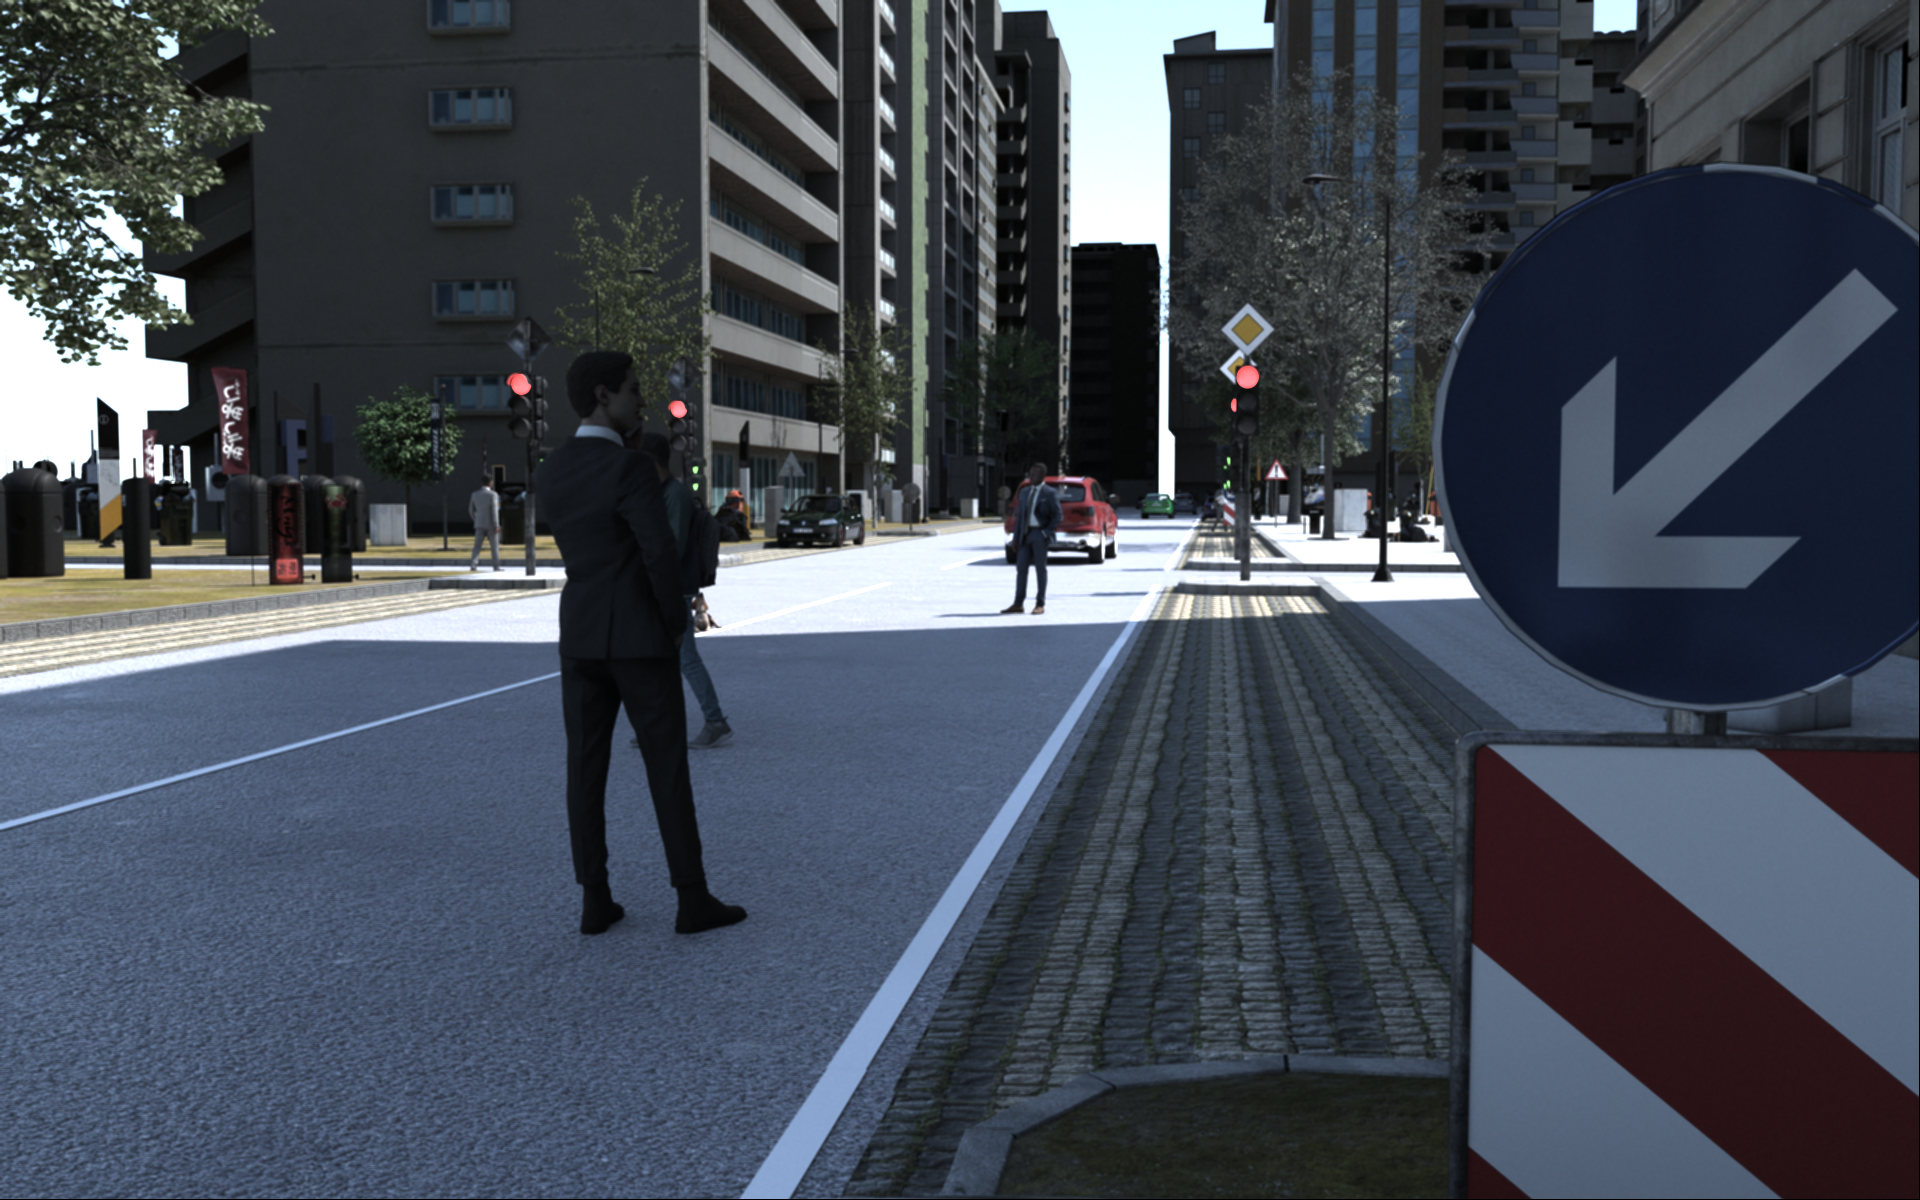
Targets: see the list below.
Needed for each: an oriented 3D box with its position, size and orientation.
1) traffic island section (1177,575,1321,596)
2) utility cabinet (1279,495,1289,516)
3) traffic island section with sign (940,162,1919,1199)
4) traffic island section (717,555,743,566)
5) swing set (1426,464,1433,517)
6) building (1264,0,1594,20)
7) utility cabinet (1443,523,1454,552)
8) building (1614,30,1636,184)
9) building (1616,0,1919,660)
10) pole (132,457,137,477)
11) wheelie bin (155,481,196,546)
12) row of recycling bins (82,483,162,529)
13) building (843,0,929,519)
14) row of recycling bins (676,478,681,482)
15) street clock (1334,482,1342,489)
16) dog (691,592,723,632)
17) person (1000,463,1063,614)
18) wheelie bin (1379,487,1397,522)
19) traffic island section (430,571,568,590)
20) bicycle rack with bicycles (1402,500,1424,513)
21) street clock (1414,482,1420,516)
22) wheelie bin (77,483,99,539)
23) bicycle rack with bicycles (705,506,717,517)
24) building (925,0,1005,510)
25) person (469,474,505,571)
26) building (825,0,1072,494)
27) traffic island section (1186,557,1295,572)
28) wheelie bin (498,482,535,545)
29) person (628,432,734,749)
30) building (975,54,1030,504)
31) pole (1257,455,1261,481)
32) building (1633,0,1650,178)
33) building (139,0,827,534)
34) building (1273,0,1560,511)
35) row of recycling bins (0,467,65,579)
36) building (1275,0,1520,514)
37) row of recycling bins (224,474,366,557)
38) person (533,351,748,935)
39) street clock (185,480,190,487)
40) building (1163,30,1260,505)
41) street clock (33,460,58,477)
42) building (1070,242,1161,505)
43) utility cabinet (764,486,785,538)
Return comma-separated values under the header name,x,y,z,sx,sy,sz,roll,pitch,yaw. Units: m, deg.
name,x,y,z,sx,sy,sz,roll,pitch,yaw
traffic island section,4.245,-0.206,25.651,2.009,0.180,2.903,1,4,8
utility cabinet,19.067,-5.469,100.584,1.020,1.237,0.306,1,4,15
traffic island section with sign,0.917,0.351,2.886,1.989,1.847,2.006,1,4,8
traffic island section,-5.617,-0.788,35.170,2.009,0.180,2.903,1,4,8
swing set,25.059,-5.413,86.128,3.119,2.851,2.862,0,4,2
building,43.471,-35.161,164.124,28.713,52.752,27.495,1,4,8
utility cabinet,11.262,-1.665,38.388,1.020,1.237,0.306,0,4,5
building,65.163,-37.361,200.095,27.495,52.752,28.713,1,4,8
building,13.859,-10.604,6.665,16.112,22.955,30.059,1,4,8
pole,-45.731,-6.249,96.019,0.158,3.312,0.155,0,3,0
wheelie bin,-19.441,-2.148,43.035,0.693,1.594,0.980,3,4,37
row of recycling bins,-30.653,-3.412,62.907,1.069,1.692,3.534,3,5,44
building,-9.705,-24.880,90.380,14.154,41.232,14.086,1,4,8
row of recycling bins,-8.314,-2.280,44.391,3.534,1.692,1.069,2,4,31
street clock,22.599,-6.055,103.573,0.471,2.002,0.358,-3,4,-36
dog,-2.646,0.117,18.283,0.550,0.427,0.748,3,4,37
person,0.885,-0.739,20.758,0.721,1.800,0.419,2,4,31
wheelie bin,19.832,-4.430,80.334,0.693,1.594,0.980,-1,4,-11
traffic island section,-6.777,-0.305,27.269,2.009,0.180,2.903,1,4,8
bicycle rack with bicycles,26.726,-5.279,99.693,2.852,0.926,2.925,1,4,19
street clock,27.146,-5.997,102.626,0.471,2.002,0.358,-2,4,-35
wheelie bin,-24.971,-2.570,49.921,0.980,1.594,0.693,2,4,27
bicycle rack with bicycles,-7.679,-2.368,52.096,2.925,0.926,2.852,2,4,31
building,-7.508,-41.742,120.732,20.563,71.187,20.611,1,4,8
person,-8.336,-1.323,30.404,0.678,1.792,0.850,1,4,16
building,-0.253,-33.611,173.240,21.600,48.544,21.300,1,4,8
traffic island section,5.406,-0.689,33.552,2.009,0.180,2.903,1,4,8
wheelie bin,-11.268,-2.201,43.896,0.980,1.594,0.693,0,4,-5
person,-1.663,-0.060,9.836,0.721,1.781,0.623,-2,4,-35
building,-9.906,-27.739,145.408,32.217,40.220,23.993,1,4,8
pole,15.505,-5.878,89.953,0.158,3.312,0.155,0,3,0
building,74.528,-44.330,163.049,20.611,71.187,20.563,1,4,8
building,-17.088,-27.001,65.167,21.300,48.544,21.600,1,4,8
building,35.515,-36.311,135.681,21.231,58.520,28.212,1,4,8
row of recycling bins,-15.102,-1.139,25.730,1.069,1.692,3.534,2,4,33
building,28.378,-28.426,114.871,14.600,45.320,14.200,1,4,8
row of recycling bins,-14.109,-1.830,37.033,1.069,1.692,3.534,2,4,25
person,-1.092,0.129,5.758,0.648,1.900,0.474,2,4,27
street clock,-39.944,-5.177,89.220,0.358,2.002,0.471,3,5,40
building,38.100,-37.663,205.036,27.495,52.752,28.713,1,4,8
street clock,-19.659,-1.999,37.259,0.471,2.002,0.358,1,4,11
building,16.174,-26.298,201.672,14.107,30.474,14.160,1,4,8
utility cabinet,-5.418,-2.555,50.451,0.318,1.500,1.173,-1,4,-21
